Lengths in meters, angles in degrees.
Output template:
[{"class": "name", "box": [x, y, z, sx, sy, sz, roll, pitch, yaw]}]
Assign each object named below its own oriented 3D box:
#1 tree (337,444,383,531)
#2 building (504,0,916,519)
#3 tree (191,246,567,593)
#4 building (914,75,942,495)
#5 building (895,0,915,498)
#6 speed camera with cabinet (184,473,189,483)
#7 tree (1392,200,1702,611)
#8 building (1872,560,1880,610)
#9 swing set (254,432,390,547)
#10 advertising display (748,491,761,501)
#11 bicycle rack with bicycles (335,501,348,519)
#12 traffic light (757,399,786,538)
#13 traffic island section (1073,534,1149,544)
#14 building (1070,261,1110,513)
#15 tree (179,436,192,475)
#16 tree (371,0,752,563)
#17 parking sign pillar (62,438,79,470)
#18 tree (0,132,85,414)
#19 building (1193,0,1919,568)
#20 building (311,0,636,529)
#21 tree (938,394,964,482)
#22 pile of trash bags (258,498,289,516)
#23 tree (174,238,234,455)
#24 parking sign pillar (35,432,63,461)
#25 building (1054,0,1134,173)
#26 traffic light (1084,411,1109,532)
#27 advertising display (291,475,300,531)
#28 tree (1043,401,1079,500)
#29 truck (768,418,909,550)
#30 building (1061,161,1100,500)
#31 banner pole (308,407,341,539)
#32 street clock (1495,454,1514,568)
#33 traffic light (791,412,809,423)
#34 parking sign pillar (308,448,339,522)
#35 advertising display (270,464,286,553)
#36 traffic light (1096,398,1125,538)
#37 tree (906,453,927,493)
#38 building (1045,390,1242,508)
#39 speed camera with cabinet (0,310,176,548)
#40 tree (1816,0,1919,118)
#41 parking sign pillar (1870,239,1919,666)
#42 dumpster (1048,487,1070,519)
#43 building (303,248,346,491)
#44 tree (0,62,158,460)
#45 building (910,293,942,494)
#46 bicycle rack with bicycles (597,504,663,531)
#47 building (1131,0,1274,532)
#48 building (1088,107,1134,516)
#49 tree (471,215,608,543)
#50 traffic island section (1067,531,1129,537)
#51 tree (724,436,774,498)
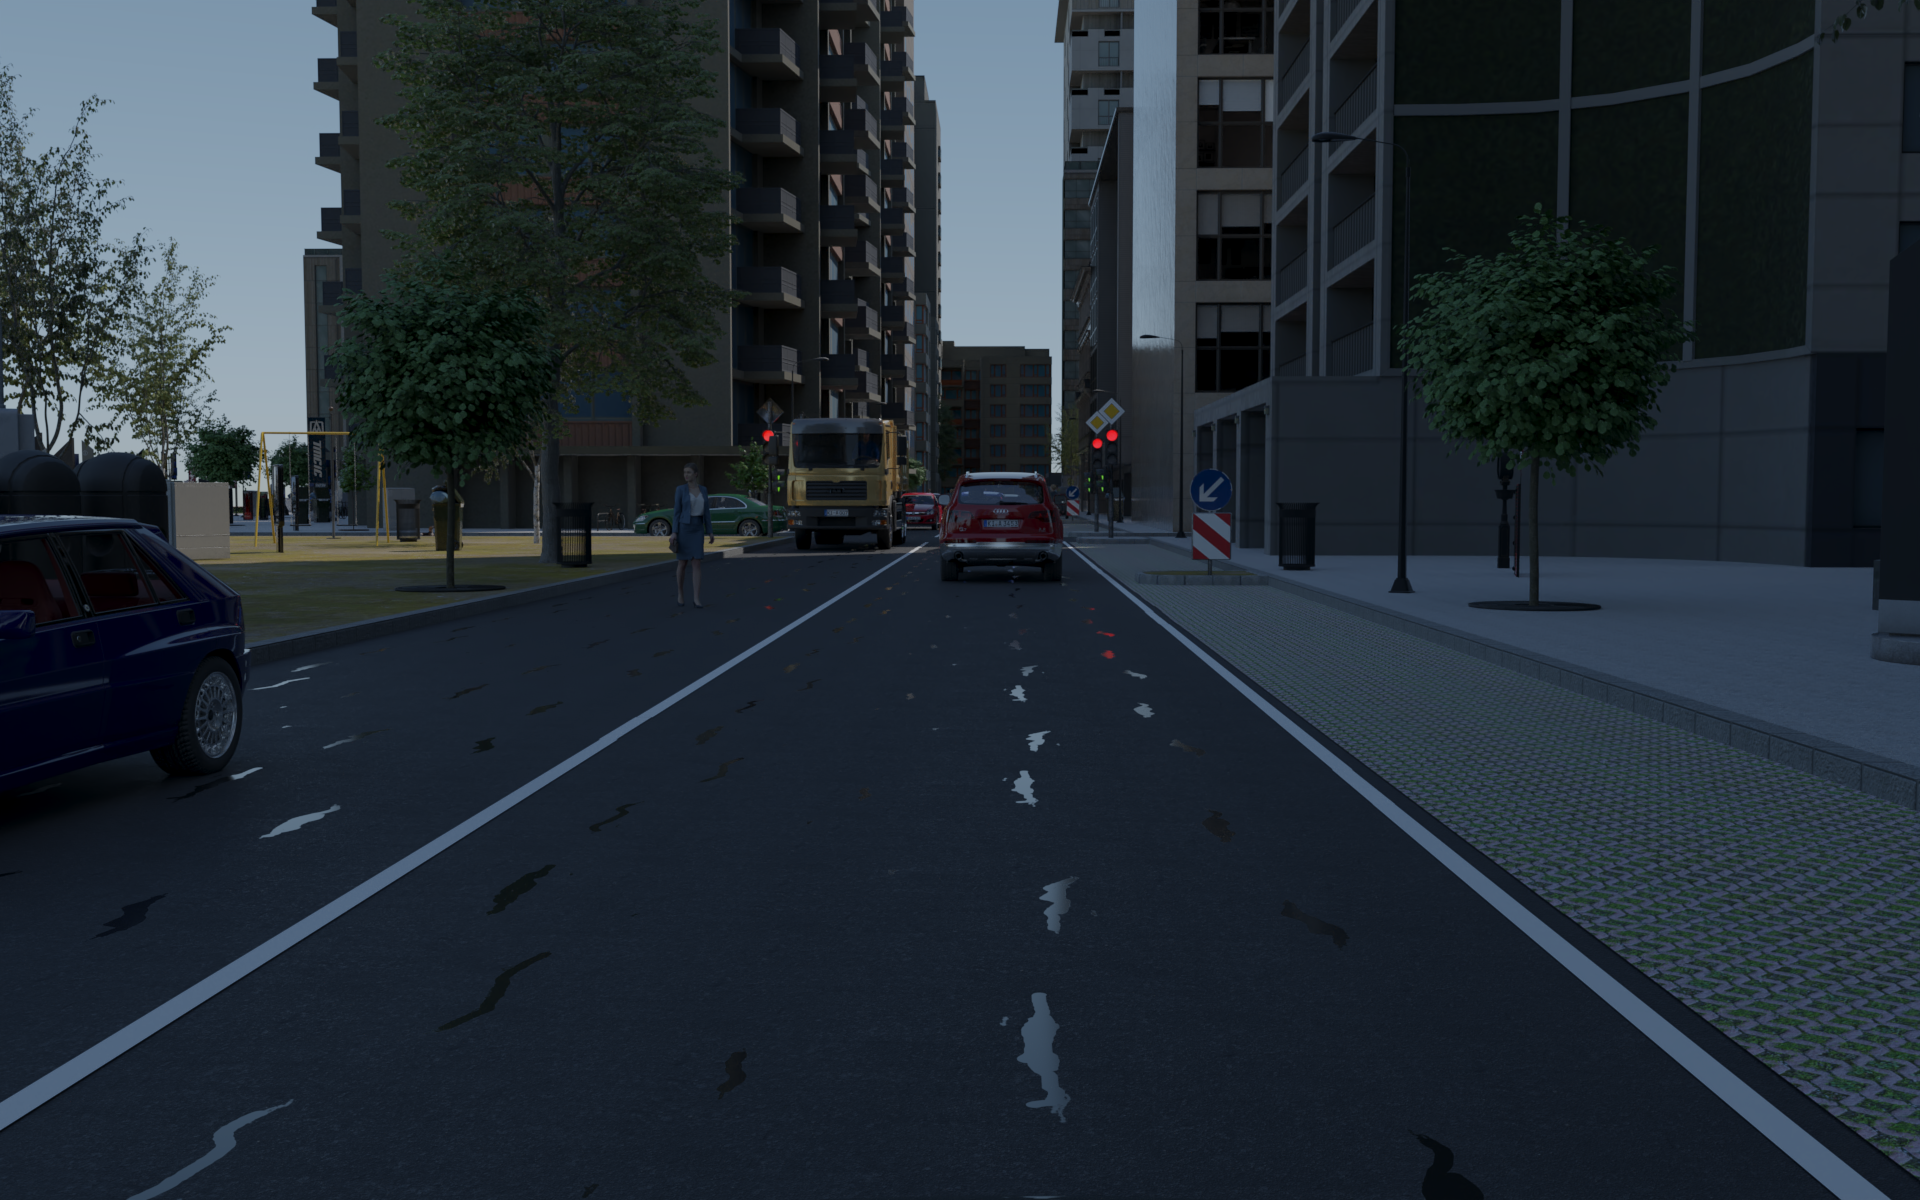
[{"class": "tree", "box": [-21.172, -4.015, 60.239, 1.663, 3.219, 1.824, 0, 3, 0]}, {"class": "building", "box": [-14.334, -28.032, 112.943, 22.147, 44.769, 28.867, 0, 4, 1]}, {"class": "tree", "box": [-6.868, -2.406, 23.050, 4.285, 4.588, 4.351, 0, 3, 0]}, {"class": "building", "box": [-13.083, -35.148, 198.371, 21.600, 48.544, 21.300, 0, 4, 1]}, {"class": "building", "box": [-11.002, -30.037, 141.222, 14.600, 45.320, 14.200, 0, 4, 1]}, {"class": "speed camera with cabinet", "box": [-50.264, -7.154, 111.308, 2.038, 3.252, 0.660, -2, 4, -26]}, {"class": "tree", "box": [6.587, -2.189, 19.509, 4.285, 4.588, 4.351, 0, 3, 0]}, {"class": "building", "box": [19.454, -28.391, 6.186, 21.231, 58.520, 28.212, 0, 4, 1]}, {"class": "swing set", "box": [-15.981, -2.825, 43.809, 3.119, 2.851, 2.862, -1, 4, -12]}, {"class": "advertising display", "box": [-7.279, -3.430, 61.286, 0.123, 1.923, 0.974, -2, 4, -27]}, {"class": "bicycle rack with bicycles", "box": [-31.009, -4.609, 88.734, 2.852, 0.926, 2.925, 1, 4, 16]}, {"class": "traffic light", "box": [-5.557, -3.788, 50.847, 0.839, 4.253, 0.868, 0, 4, 1]}, {"class": "traffic island section", "box": [4.441, -1.739, 50.717, 2.009, 0.180, 2.903, 0, 4, 1]}, {"class": "building", "box": [13.503, -15.861, 123.951, 10.561, 19.102, 19.286, 0, 4, 1]}, {"class": "tree", "box": [-29.638, -5.271, 69.900, 4.285, 4.588, 4.351, 0, 3, 0]}, {"class": "tree", "box": [-7.391, -6.986, 32.353, 7.486, 12.596, 7.792, 0, 3, 0]}, {"class": "parking sign pillar", "box": [-42.843, -5.785, 83.053, 1.447, 3.967, 1.447, 1, 4, 22]}, {"class": "tree", "box": [-19.691, -5.235, 35.957, 4.737, 8.622, 4.395, 0, 3, 0]}, {"class": "building", "box": [16.786, -36.696, 38.230, 20.563, 71.187, 20.611, 0, 4, 1]}, {"class": "building", "box": [-15.074, -25.738, 75.437, 22.147, 44.769, 28.867, 0, 4, 1]}, {"class": "tree", "box": [-3.273, -16.238, 183.618, 7.486, 12.596, 7.792, 0, 3, 0]}, {"class": "pile of trash bags", "box": [-40.808, -5.754, 103.829, 3.447, 1.369, 1.912, -3, 4, -39]}, {"class": "tree", "box": [-22.786, -6.017, 48.746, 4.737, 8.622, 4.395, 0, 3, 0]}, {"class": "parking sign pillar", "box": [-40.695, -5.356, 76.040, 1.447, 3.967, 1.447, 1, 4, 16]}, {"class": "building", "box": [24.126, -35.726, 173.363, 28.713, 52.752, 27.495, 0, 4, 1]}, {"class": "traffic light", "box": [4.610, -4.261, 58.586, 0.839, 4.253, 0.868, 0, 4, 1]}, {"class": "advertising display", "box": [-23.218, -3.382, 60.503, 0.123, 1.923, 0.974, -2, 4, -30]}, {"class": "tree", "box": [9.811, -11.710, 141.823, 4.737, 8.622, 4.395, 0, 3, 0]}, {"class": "truck", "box": [-2.943, -3.119, 46.913, 3.469, 3.379, 9.791, 0, 4, 2]}, {"class": "building", "box": [15.930, -23.307, 152.778, 14.160, 30.474, 14.107, 0, 4, 1]}, {"class": "banner pole", "box": [-18.214, -3.643, 49.578, 0.863, 3.779, 0.401, -1, 4, -20]}, {"class": "street clock", "box": [9.400, -1.549, 29.896, 0.358, 2.002, 0.471, 1, 4, 10]}, {"class": "traffic light", "box": [-5.348, -4.276, 58.830, 0.839, 4.253, 0.868, 0, 4, 1]}, {"class": "parking sign pillar", "box": [-30.028, -5.688, 81.467, 1.447, 3.967, 1.447, 2, 4, 30]}, {"class": "advertising display", "box": [-14.968, -2.009, 38.057, 0.123, 1.923, 0.974, -2, 4, -28]}, {"class": "traffic light", "box": [4.401, -3.773, 50.604, 0.839, 4.253, 0.868, 0, 4, 1]}, {"class": "tree", "box": [-4.182, -9.115, 132.742, 4.285, 4.588, 4.351, 0, 3, 0]}, {"class": "building", "box": [20.335, -46.461, 197.894, 20.563, 71.187, 20.611, 0, 4, 1]}, {"class": "speed camera with cabinet", "box": [-9.849, -1.520, 19.193, 2.038, 3.252, 0.660, -2, 4, -30]}, {"class": "tree", "box": [6.130, -3.533, 8.133, 4.360, 8.622, 3.978, 0, 3, 0]}, {"class": "parking sign pillar", "box": [7.800, -1.511, 13.171, 1.447, 3.967, 1.447, -3, 5, -42]}, {"class": "dumpster", "box": [5.403, -5.575, 99.366, 1.865, 1.857, 1.264, 0, 4, 3]}, {"class": "building", "box": [-67.740, -26.471, 204.507, 14.107, 30.474, 14.160, 0, 4, 1]}, {"class": "tree", "box": [-15.599, -4.836, 29.431, 4.360, 8.622, 3.978, 0, 3, 0]}, {"class": "building", "box": [-16.348, -19.497, 163.808, 27.650, 21.520, 28.899, 0, 4, 1]}, {"class": "bicycle rack with bicycles", "box": [-11.427, -2.899, 60.776, 2.852, 0.926, 2.925, 0, 4, 5]}, {"class": "building", "box": [24.391, -16.023, 66.495, 34.151, 26.468, 19.350, 0, 4, 1]}, {"class": "building", "box": [15.151, -17.128, 99.104, 14.314, 24.678, 30.058, 0, 4, 1]}, {"class": "tree", "box": [-11.100, -5.790, 45.029, 4.360, 8.622, 3.978, 0, 3, 0]}, {"class": "traffic island section", "box": [4.650, -2.227, 58.699, 2.009, 0.180, 2.903, 0, 4, 1]}, {"class": "tree", "box": [-6.887, -3.865, 57.802, 1.663, 3.219, 1.824, 0, 3, 0]}]
